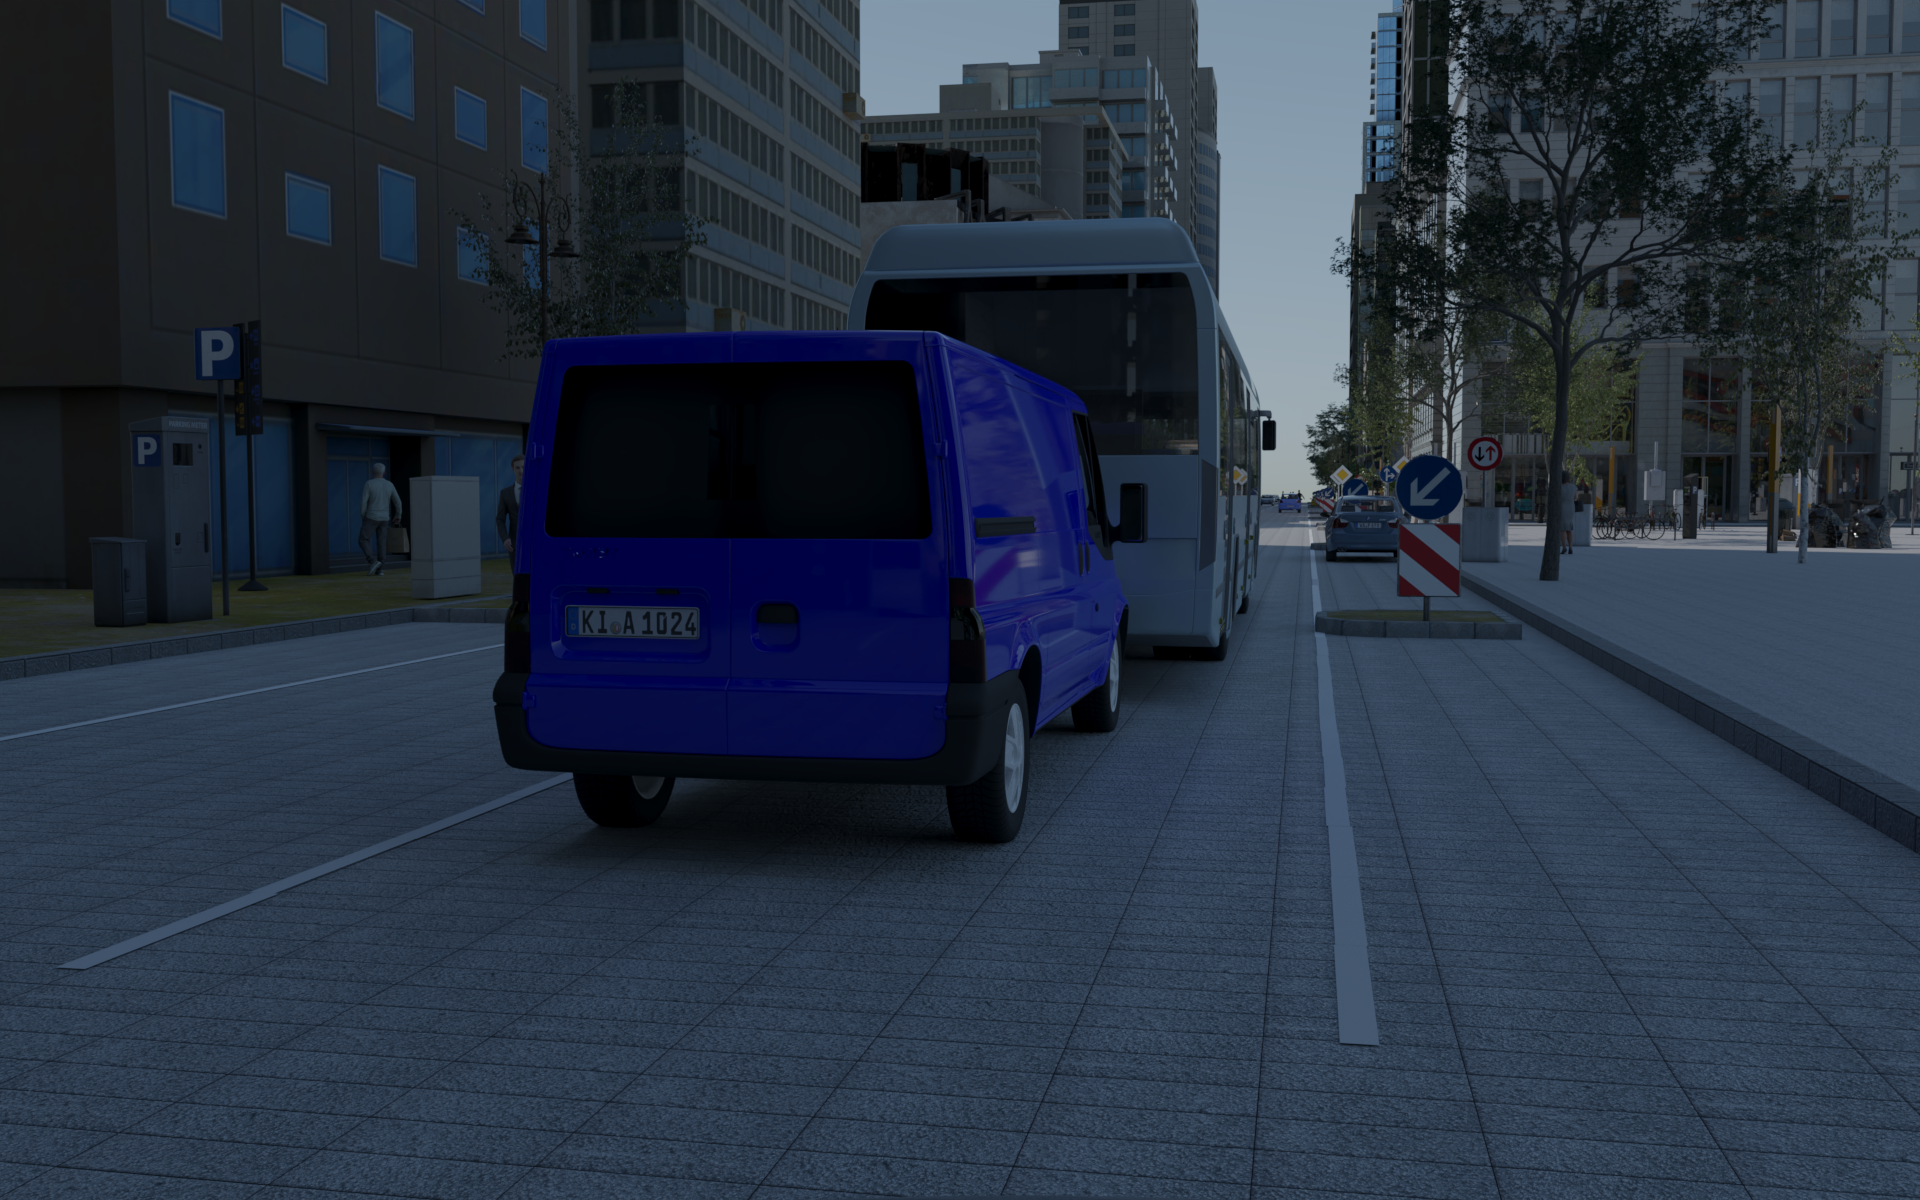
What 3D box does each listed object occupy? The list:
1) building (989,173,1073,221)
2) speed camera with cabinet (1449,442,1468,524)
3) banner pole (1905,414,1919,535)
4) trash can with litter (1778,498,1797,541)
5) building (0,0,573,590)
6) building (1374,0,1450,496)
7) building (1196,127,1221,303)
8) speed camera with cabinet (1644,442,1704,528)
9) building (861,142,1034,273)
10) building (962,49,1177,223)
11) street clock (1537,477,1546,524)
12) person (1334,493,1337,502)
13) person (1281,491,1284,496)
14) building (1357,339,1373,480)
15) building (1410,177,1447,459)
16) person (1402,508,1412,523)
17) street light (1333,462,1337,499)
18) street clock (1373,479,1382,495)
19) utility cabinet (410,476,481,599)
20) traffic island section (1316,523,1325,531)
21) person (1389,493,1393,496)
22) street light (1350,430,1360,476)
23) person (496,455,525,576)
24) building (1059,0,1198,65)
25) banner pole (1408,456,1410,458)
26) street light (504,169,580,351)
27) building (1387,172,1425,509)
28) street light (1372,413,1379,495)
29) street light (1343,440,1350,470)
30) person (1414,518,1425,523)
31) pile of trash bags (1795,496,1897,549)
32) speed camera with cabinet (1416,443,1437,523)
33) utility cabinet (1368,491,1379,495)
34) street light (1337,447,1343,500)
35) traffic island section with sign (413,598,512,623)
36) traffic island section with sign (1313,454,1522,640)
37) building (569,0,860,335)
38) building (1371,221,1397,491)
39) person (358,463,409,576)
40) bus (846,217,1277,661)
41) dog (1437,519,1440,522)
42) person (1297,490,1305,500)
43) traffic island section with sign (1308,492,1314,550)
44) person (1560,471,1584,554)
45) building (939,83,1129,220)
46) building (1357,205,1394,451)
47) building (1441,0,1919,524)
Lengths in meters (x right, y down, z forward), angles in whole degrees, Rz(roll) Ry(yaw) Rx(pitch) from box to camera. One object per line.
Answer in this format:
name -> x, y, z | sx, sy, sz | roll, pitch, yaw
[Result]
building -> 3.204, -16.254, 114.906 | 9.793, 20.994, 18.267 | 1, 4, 11
speed camera with cabinet -> 18.857, -4.358, 65.583 | 0.660, 3.252, 2.038 | 1, 4, 20
banner pole -> 29.958, -3.921, 54.131 | 0.863, 3.779, 0.401 | -2, 4, -31
trash can with litter -> 22.686, -2.208, 47.487 | 0.624, 1.170, 1.055 | 0, 4, 5
building -> -16.265, -23.210, 29.592 | 14.600, 45.320, 14.200 | 1, 4, 11
building -> 50.691, -44.397, 164.146 | 20.563, 71.187, 20.611 | 1, 4, 11
building -> 29.580, -44.722, 273.200 | 21.231, 58.520, 28.212 | 1, 4, 11
speed camera with cabinet -> 27.021, -4.355, 65.540 | 2.038, 3.252, 0.660 | 1, 4, 13
building -> -4.427, -13.741, 92.112 | 16.820, 18.784, 16.811 | 1, 4, 11
building -> 12.459, -35.137, 194.102 | 23.786, 49.044, 30.456 | 1, 4, 11
street clock -> 25.299, -4.334, 75.425 | 0.358, 2.002, 0.471 | 0, 4, -2
person -> 59.298, -16.341, 273.933 | 0.721, 1.743, 1.217 | -1, 4, -19
person -> 40.604, -12.794, 217.661 | 0.705, 1.826, 1.348 | 2, 4, 26
building -> 61.478, -21.956, 204.011 | 27.650, 21.520, 28.899 | 1, 4, 11
building -> 31.446, -15.326, 99.739 | 9.793, 20.994, 18.267 | 1, 4, 11
person -> 16.449, -3.234, 64.413 | 0.738, 1.151, 1.012 | 0, 4, 4
street light -> 42.772, -13.652, 196.005 | 0.468, 5.910, 1.993 | 1, 4, 11
street clock -> 20.633, -4.958, 85.641 | 0.358, 2.002, 0.471 | -1, 4, -17
utility cabinet -> -6.380, -0.783, 21.474 | 0.318, 1.500, 1.173 | 1, 4, 13
traffic island section -> 15.204, -2.843, 68.768 | 2.009, 0.180, 2.903 | 1, 4, 11
person -> 28.328, -6.598, 114.027 | 0.767, 1.812, 0.694 | -1, 4, -22
street light -> 27.665, -9.058, 120.886 | 0.468, 5.910, 1.993 | 1, 4, 11
person -> -4.629, -0.626, 18.520 | 0.659, 1.850, 0.755 | -1, 4, -10
building -> 25.610, -49.572, 248.758 | 20.563, 71.187, 20.611 | 1, 4, 11
banner pole -> 29.564, -7.623, 114.648 | 0.401, 3.779, 0.863 | -1, 4, -13
street light -> -5.999, -3.197, 25.053 | 0.468, 5.910, 1.993 | 1, 4, 11
building -> 41.549, -21.529, 137.897 | 13.634, 28.700, 20.117 | 1, 4, 11
street light -> 22.185, -7.351, 92.971 | 0.468, 5.910, 1.993 | 1, 4, 11
street light -> 33.486, -10.804, 149.426 | 0.468, 5.910, 1.993 | 1, 4, 11
person -> 16.847, -3.482, 63.330 | 0.694, 1.780, 0.624 | -1, 4, -20
pile of trash bags -> 21.525, -1.900, 40.813 | 1.912, 1.369, 3.447 | -2, 4, -33
speed camera with cabinet -> 18.337, -4.504, 67.971 | 0.660, 3.252, 2.038 | 0, 4, 5
utility cabinet -> 27.231, -6.441, 113.984 | 0.318, 1.500, 1.173 | -1, 4, -10
street light -> 37.241, -11.989, 168.799 | 0.468, 5.910, 1.993 | 1, 4, 11
traffic island section with sign -> -4.970, -0.703, 20.121 | 1.989, 1.847, 2.006 | 1, 4, 11
traffic island section with sign -> 4.743, -0.581, 18.132 | 1.989, 1.847, 2.006 | 1, 4, 11
building -> -15.838, -22.034, 52.138 | 23.993, 40.220, 32.217 | 1, 4, 11
building -> 50.964, -25.205, 183.810 | 14.160, 30.474, 14.107 | 1, 4, 11
person -> -9.107, -1.276, 27.387 | 0.515, 1.767, 0.782 | 3, 5, 42
bus -> 1.734, -1.427, 18.195 | 2.948, 3.499, 13.247 | 1, 4, 11
dog -> 21.613, -3.691, 78.084 | 0.748, 0.427, 0.550 | 2, 4, 31
person -> 30.779, -9.101, 157.319 | 1.348, 1.821, 0.705 | 3, 5, 45
traffic island section with sign -> 10.046, -2.200, 44.604 | 1.989, 1.847, 2.006 | 1, 4, 11
person -> 12.953, -1.869, 36.956 | 0.716, 1.782, 0.532 | 0, 4, -7
building -> 2.762, -29.123, 168.038 | 32.217, 40.220, 23.993 | 1, 4, 11
building -> 63.529, -34.369, 245.521 | 14.154, 41.232, 14.086 | 1, 4, 11
building -> 38.027, -18.475, 79.565 | 29.804, 29.767, 11.434 | 1, 4, 11
